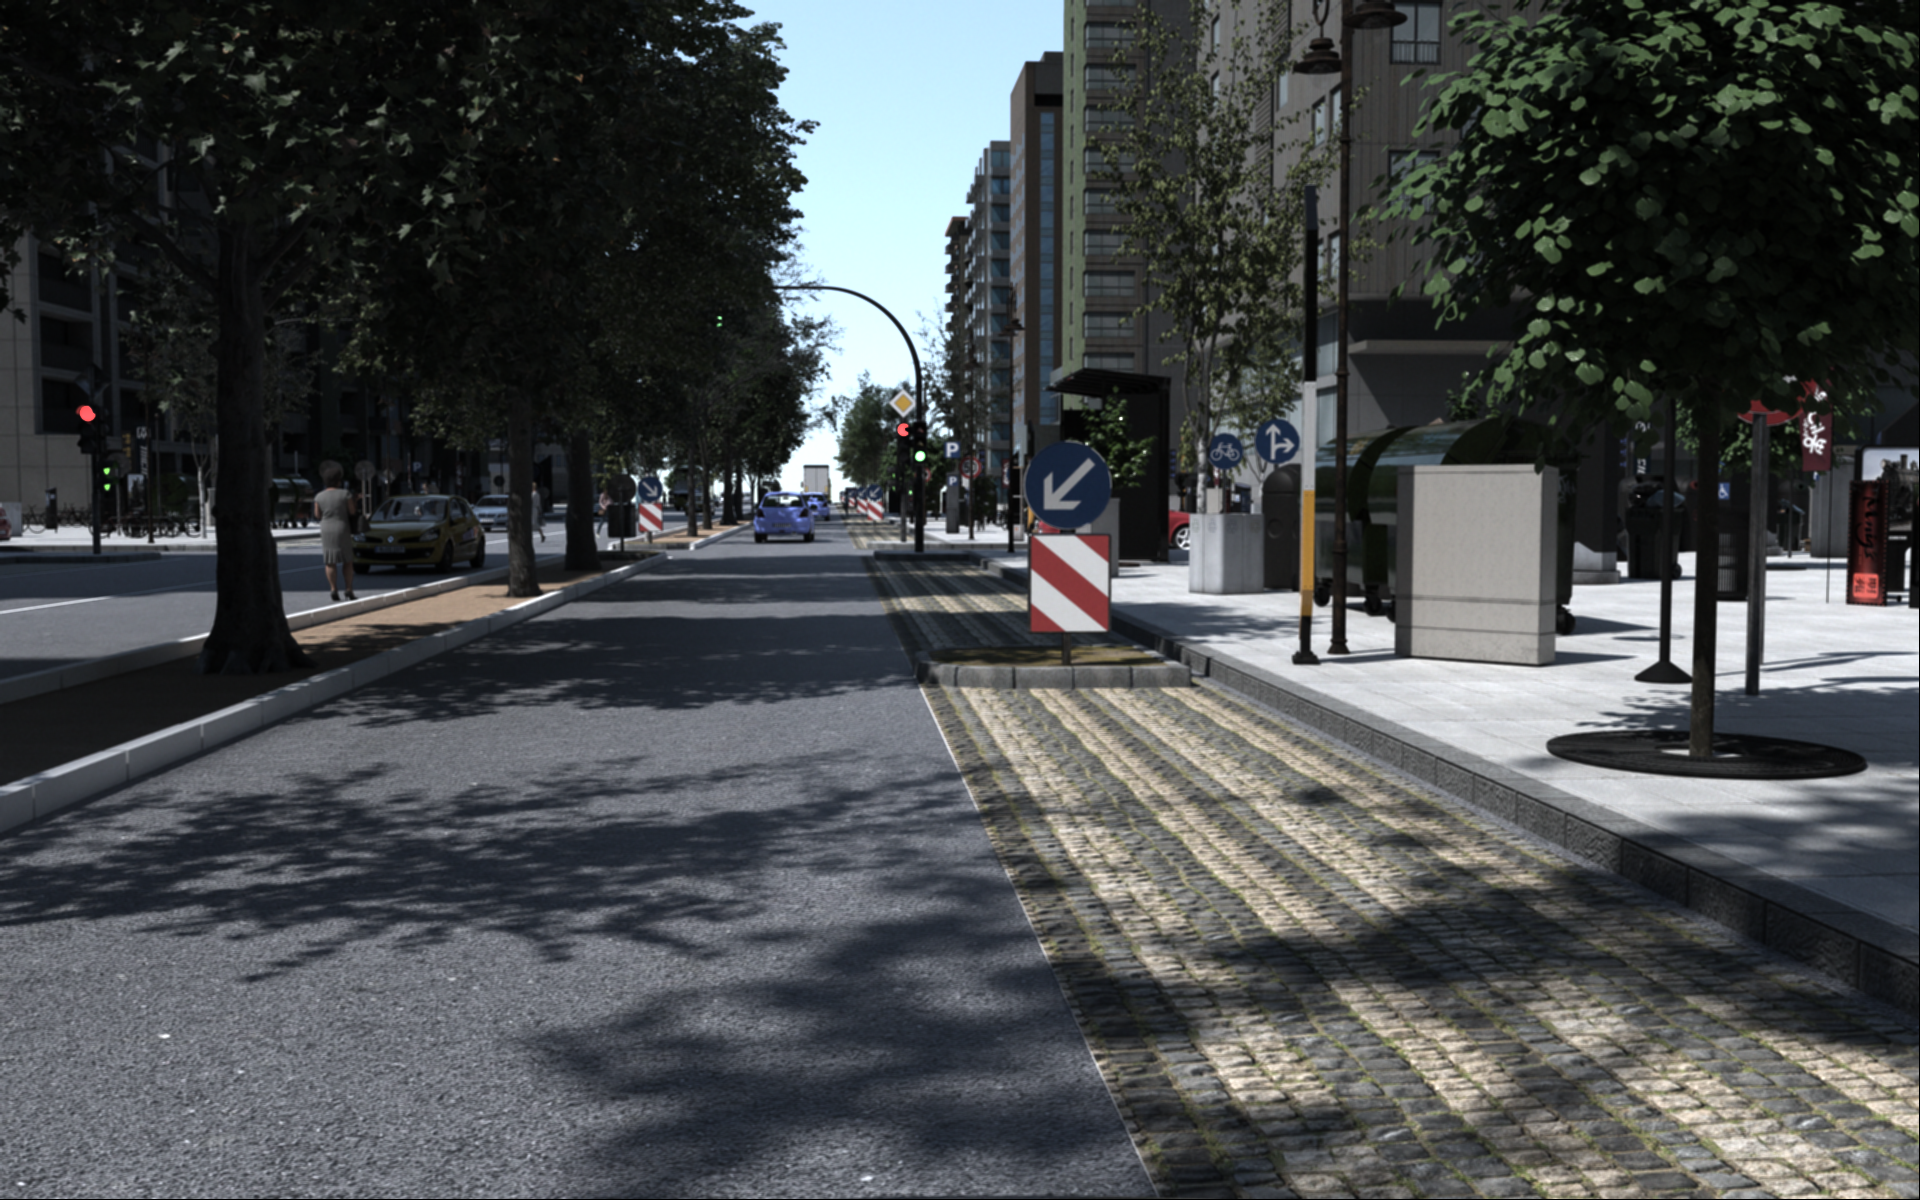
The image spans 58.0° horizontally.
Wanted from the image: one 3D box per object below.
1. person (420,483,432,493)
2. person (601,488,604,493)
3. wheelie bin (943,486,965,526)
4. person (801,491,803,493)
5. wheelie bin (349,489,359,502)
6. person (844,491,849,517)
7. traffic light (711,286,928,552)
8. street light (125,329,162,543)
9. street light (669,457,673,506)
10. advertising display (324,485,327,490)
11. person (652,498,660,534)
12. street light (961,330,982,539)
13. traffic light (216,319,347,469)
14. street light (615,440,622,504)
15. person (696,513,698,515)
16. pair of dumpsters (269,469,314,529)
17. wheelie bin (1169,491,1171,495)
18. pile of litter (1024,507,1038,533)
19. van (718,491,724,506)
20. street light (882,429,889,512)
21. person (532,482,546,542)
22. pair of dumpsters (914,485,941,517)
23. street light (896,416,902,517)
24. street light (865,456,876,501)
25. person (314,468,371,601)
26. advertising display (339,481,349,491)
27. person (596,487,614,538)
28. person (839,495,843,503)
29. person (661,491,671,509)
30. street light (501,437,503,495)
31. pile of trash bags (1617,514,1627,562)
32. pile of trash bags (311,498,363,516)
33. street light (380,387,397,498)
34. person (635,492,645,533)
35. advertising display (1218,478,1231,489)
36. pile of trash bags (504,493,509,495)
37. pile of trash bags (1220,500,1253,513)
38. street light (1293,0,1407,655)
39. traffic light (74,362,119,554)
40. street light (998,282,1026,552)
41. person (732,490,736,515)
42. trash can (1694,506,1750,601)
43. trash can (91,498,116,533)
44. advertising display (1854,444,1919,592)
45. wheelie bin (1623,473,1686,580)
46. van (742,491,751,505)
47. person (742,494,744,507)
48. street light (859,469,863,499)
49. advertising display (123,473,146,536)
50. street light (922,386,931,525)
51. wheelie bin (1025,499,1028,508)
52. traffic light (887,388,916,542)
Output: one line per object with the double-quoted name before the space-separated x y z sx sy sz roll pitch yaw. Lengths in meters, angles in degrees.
"person" -18.741 -3.199 60.828 0.581 1.822 0.654 -1 4 -15
"person" -23.024 -6.245 110.872 0.573 1.790 0.520 -2 4 -28
"wheelie bin" -0.116 -3.820 70.371 0.980 1.594 0.693 -2 4 -29
"person" -14.751 -9.313 161.700 0.436 1.711 0.756 -3 5 -40
"wheelie bin" -41.574 -6.772 118.632 0.693 1.594 0.980 2 4 23
"person" -7.024 -5.923 107.146 0.330 1.601 0.589 0 4 5
"traffic light" -3.006 -3.864 37.847 4.771 5.953 1.251 0 4 -4
"street light" -21.112 -4.419 45.031 0.468 5.910 1.993 0 4 -4
"street light" -32.262 -13.474 193.094 0.468 5.910 1.993 0 4 -4
"advertising display" -35.230 -5.633 97.320 0.974 1.923 0.123 0 4 -5
"person" -10.981 -3.250 62.308 0.731 1.740 0.598 2 4 27
"street light" 0.326 -4.654 48.886 0.468 5.910 1.993 0 4 -4
"traffic light" -16.906 -4.300 44.975 4.771 5.953 1.251 0 4 -4
"street light" -28.533 -10.532 144.991 0.468 5.910 1.993 0 4 -4
"person" -18.220 -6.624 118.617 0.589 1.601 0.330 1 4 15
"pair of dumpsters" -25.622 -3.818 64.914 1.574 2.255 4.437 0 4 -4
"wheelie bin" 9.894 -4.676 84.367 0.693 1.594 0.980 1 4 22
"pile of litter" 2.541 -2.661 57.470 1.176 0.858 1.719 3 4 39
"van" -28.816 -12.635 213.595 2.013 2.044 4.112 0 4 -5
"street light" -5.376 -9.280 124.515 0.468 5.910 1.993 0 4 -4
"person" -12.603 -2.594 51.262 0.624 1.780 0.694 2 4 28
"pair of dumpsters" -1.830 -5.824 97.722 1.574 2.255 4.437 0 4 -4
"street light" -3.311 -7.602 97.074 0.468 5.910 1.993 0 4 -4
"street light" -8.935 -12.217 172.538 0.468 5.910 1.993 0 4 -4
"person" -8.293 -0.886 23.342 0.716 1.782 0.532 0 4 -5
"advertising display" -29.593 -4.784 83.436 0.123 1.923 0.974 0 4 -7
"person" -11.578 -2.899 56.493 0.643 1.750 0.593 3 5 45
"person" -18.217 -15.952 269.274 1.348 1.831 0.705 2 4 34
"person" -28.309 -9.588 165.979 1.217 1.735 0.721 -2 4 -24
"street light" -24.702 -7.373 93.343 0.468 5.910 1.993 0 4 -4
"pile of trash bags" 12.394 -1.505 34.366 1.912 1.369 3.447 2 4 25
"pile of trash bags" -33.910 -5.165 94.200 1.912 1.369 3.447 2 4 29
"street light" -22.713 -5.873 68.816 0.468 5.910 1.993 0 4 -4
"person" -11.840 -3.383 63.676 0.748 1.841 0.638 0 4 -3
"advertising display" 10.705 -3.964 70.031 0.123 1.923 0.974 2 4 34
"pile of trash bags" -30.947 -6.362 113.775 3.447 1.369 1.912 -3 5 -45
"pile of trash bags" 11.089 -3.377 64.961 1.912 1.369 3.447 3 5 39
"street light" 3.043 -2.505 13.741 0.468 5.910 1.993 0 4 -4
"traffic light" -18.387 -2.930 36.822 0.839 4.253 0.868 0 4 -4
"street light" 1.125 -3.984 37.933 0.468 5.910 1.993 0 4 -4
"person" -15.146 -6.658 117.544 0.709 1.800 0.728 -1 4 -23
"trash can" 9.246 -0.564 20.879 0.748 1.137 0.748 0 3 0
"trash can" -28.241 -2.783 57.163 0.748 1.137 0.748 0 3 0
"advertising display" 12.147 -1.063 22.597 0.974 1.923 0.123 0 4 -4
"wheelie bin" 10.504 -1.119 26.200 0.693 1.594 0.980 -2 4 -33
"van" -28.658 -13.800 232.637 2.013 2.044 4.112 0 4 -5
"person" -24.175 -11.198 191.678 0.705 1.812 1.348 1 4 11
"street light" -11.657 -14.359 207.556 0.468 5.910 1.993 0 4 -4
"advertising display" -25.245 -2.923 53.003 0.123 1.923 0.974 0 4 5
"street light" -1.472 -6.119 72.839 0.468 5.910 1.993 0 4 -4
"wheelie bin" 2.517 -3.884 71.418 0.980 1.594 0.693 -3 5 -44
"traffic light" -1.524 -3.498 46.107 0.839 4.253 0.868 0 4 -4
